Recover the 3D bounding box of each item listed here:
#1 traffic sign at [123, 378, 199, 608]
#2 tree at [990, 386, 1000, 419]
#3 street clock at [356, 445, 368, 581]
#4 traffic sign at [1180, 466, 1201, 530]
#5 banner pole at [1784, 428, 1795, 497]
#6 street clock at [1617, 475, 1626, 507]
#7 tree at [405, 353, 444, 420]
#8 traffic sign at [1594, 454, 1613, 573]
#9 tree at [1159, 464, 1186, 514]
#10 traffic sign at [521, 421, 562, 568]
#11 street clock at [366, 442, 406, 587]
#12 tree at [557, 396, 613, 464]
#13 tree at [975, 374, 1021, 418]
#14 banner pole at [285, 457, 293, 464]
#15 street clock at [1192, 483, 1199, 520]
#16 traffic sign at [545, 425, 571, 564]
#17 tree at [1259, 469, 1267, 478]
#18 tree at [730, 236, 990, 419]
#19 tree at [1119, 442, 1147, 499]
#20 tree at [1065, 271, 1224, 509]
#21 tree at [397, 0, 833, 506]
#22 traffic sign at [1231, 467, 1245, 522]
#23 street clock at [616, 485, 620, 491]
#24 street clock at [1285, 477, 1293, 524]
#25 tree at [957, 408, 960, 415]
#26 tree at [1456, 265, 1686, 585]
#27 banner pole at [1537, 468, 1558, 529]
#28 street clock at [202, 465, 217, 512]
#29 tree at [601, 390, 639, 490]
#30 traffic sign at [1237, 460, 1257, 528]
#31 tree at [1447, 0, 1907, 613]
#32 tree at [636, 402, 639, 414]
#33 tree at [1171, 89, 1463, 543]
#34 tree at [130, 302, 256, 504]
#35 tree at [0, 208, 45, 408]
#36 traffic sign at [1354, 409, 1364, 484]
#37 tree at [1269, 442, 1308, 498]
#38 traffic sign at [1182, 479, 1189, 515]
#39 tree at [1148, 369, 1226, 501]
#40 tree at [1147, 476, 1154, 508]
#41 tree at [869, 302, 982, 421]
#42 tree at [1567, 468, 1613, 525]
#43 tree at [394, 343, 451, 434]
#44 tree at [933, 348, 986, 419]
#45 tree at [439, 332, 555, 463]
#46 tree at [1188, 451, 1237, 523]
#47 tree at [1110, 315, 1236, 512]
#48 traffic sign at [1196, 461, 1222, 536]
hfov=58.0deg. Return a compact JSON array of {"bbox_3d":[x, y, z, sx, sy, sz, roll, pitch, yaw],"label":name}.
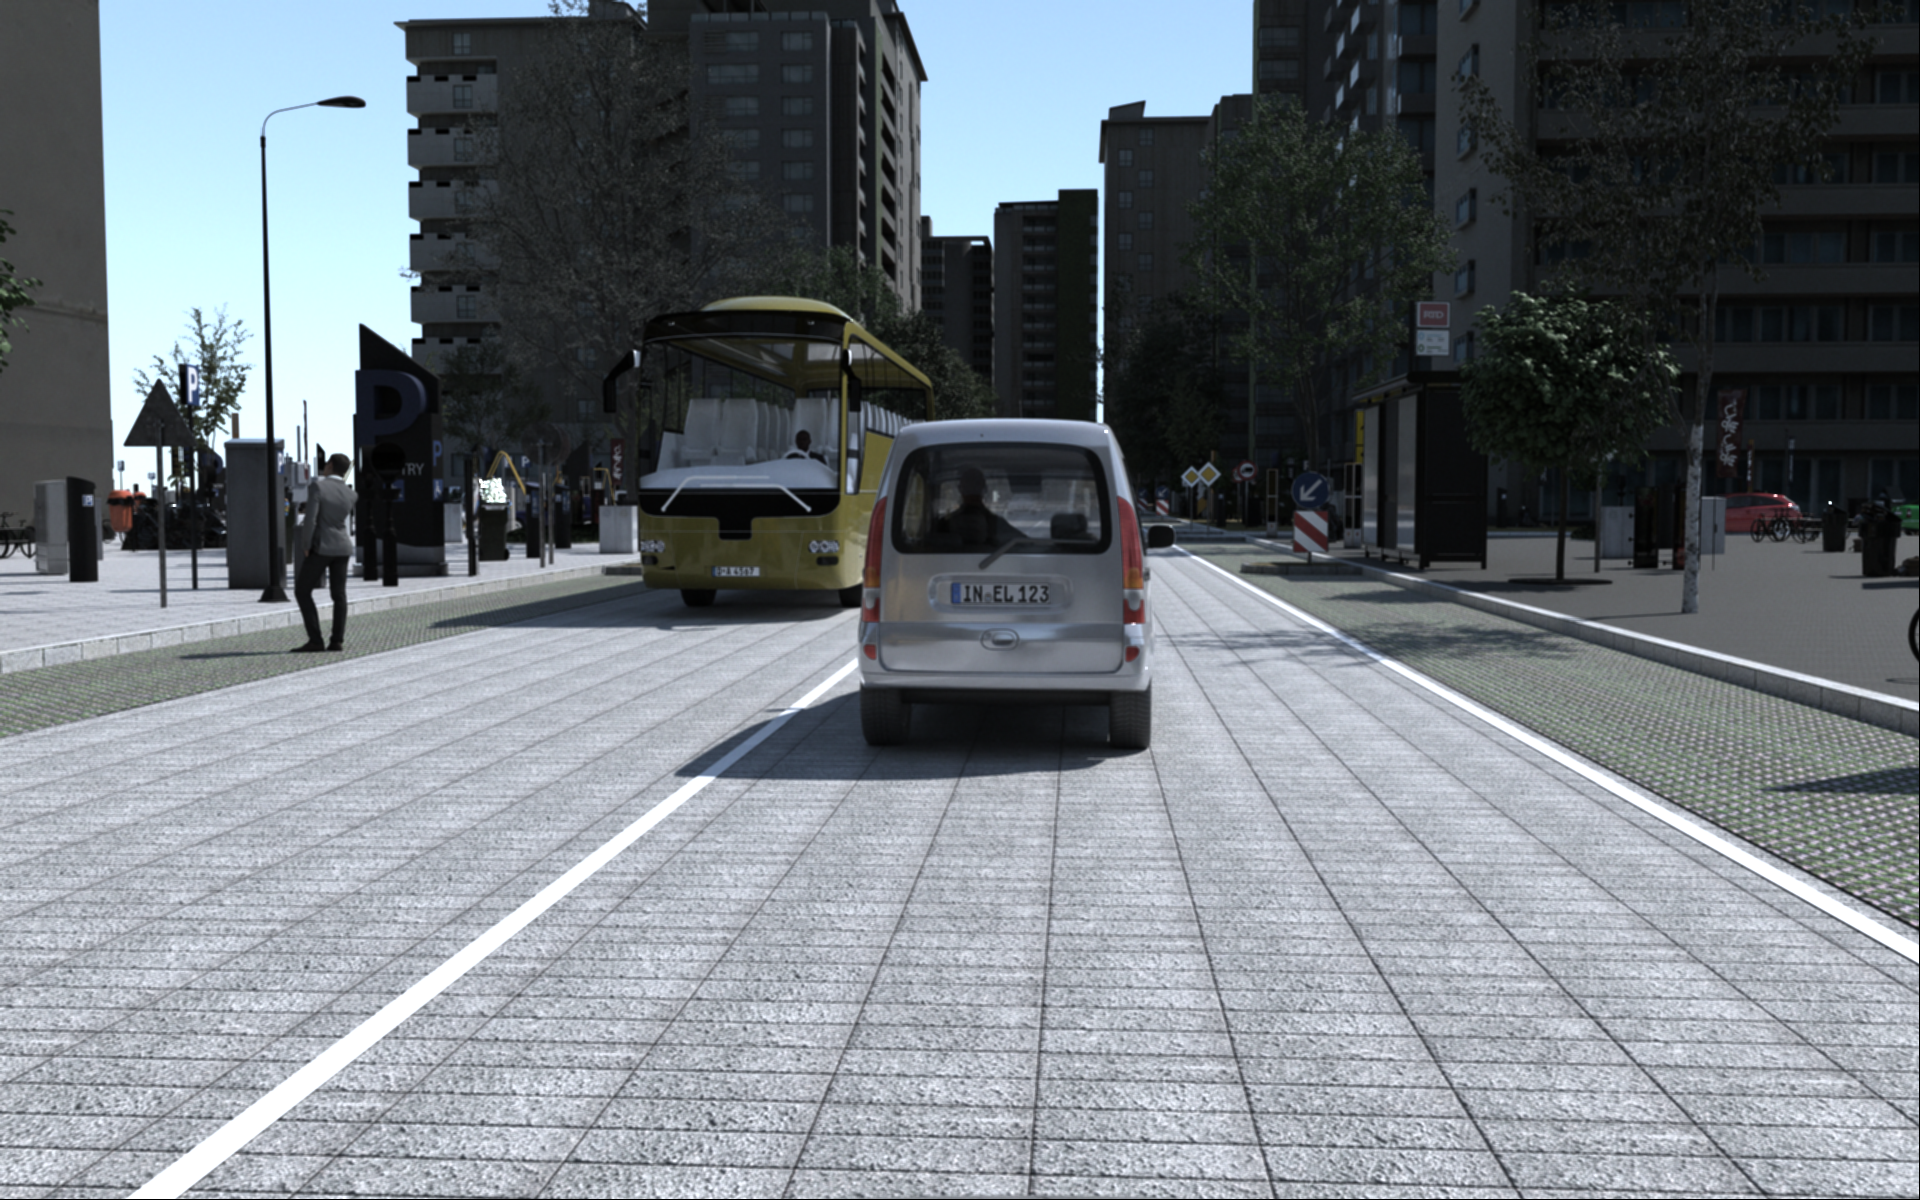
[{"bbox_3d":[-8.992,-1.191,19.484,0.884,2.594,0.081,0,4,6],"label":"traffic sign"},{"bbox_3d":[0.034,-13.306,143.304,9.928,11.665,9.643,0,3,0],"label":"tree"},{"bbox_3d":[-8.738,-1.287,25.615,0.358,2.002,0.471,-2,4,-24],"label":"street clock"},{"bbox_3d":[8.156,-3.511,61.040,0.795,2.450,0.064,0,4,4],"label":"traffic sign"},{"bbox_3d":[31.575,-4.646,65.987,0.863,3.779,0.401,-3,4,-37],"label":"banner pole"},{"bbox_3d":[25.194,-3.756,65.982,0.358,2.002,0.471,1,4,10],"label":"street clock"},{"bbox_3d":[-28.439,-8.498,89.305,4.360,8.622,3.978,0,3,0],"label":"tree"},{"bbox_3d":[10.427,-1.722,28.267,0.768,2.556,0.104,0,4,7],"label":"traffic sign"},{"bbox_3d":[14.058,-7.068,110.163,1.663,3.219,1.824,0,3,0],"label":"tree"},{"bbox_3d":[-7.287,-1.838,30.157,0.768,2.556,0.104,1,4,12],"label":"traffic sign"},{"bbox_3d":[-7.928,-1.191,24.046,0.471,2.002,0.358,-2,4,-24],"label":"street clock"},{"bbox_3d":[-28.027,-10.922,128.944,4.360,8.622,3.978,0,3,0],"label":"tree"},{"bbox_3d":[1.740,-16.263,176.262,12.009,13.543,11.850,0,3,0],"label":"tree"},{"bbox_3d":[-39.928,-6.890,102.664,0.863,3.779,0.401,0,4,0],"label":"banner pole"},{"bbox_3d":[11.531,-4.911,84.870,0.358,2.002,0.471,1,4,15],"label":"street clock"},{"bbox_3d":[-7.476,-1.926,31.598,0.768,2.556,0.104,0,4,4],"label":"traffic sign"},{"bbox_3d":[23.087,-8.305,130.392,1.663,3.219,1.824,0,3,0],"label":"tree"},{"bbox_3d":[-5.760,-8.741,68.665,9.928,11.665,9.643,0,3,0],"label":"tree"},{"bbox_3d":[18.825,-14.274,183.747,4.737,8.622,4.395,0,3,0],"label":"tree"},{"bbox_3d":[15.737,-17.865,147.974,12.611,20.169,13.585,0,3,0],"label":"tree"},{"bbox_3d":[-8.125,-8.047,41.945,12.009,13.543,11.850,0,3,0],"label":"tree"},{"bbox_3d":[12.838,-4.870,79.727,0.768,2.556,0.104,0,4,7],"label":"traffic sign"},{"bbox_3d":[-24.653,-7.318,124.223,0.358,2.002,0.471,2,4,29],"label":"street clock"},{"bbox_3d":[14.101,-4.277,74.503,0.471,2.002,0.358,3,4,38],"label":"street clock"},{"bbox_3d":[3.375,-16.058,196.961,8.767,10.594,7.601,0,4,-3],"label":"tree"},{"bbox_3d":[8.678,-2.521,24.934,4.285,4.588,4.351,0,3,0],"label":"tree"},{"bbox_3d":[21.630,-4.511,63.769,0.401,3.779,0.863,-3,5,-44],"label":"banner pole"},{"bbox_3d":[-18.913,-2.391,43.670,0.358,2.002,0.471,-3,4,-38],"label":"street clock"},{"bbox_3d":[-21.390,-10.091,115.355,4.737,8.622,4.395,0,3,0],"label":"tree"},{"bbox_3d":[10.737,-3.959,64.837,0.768,2.556,0.104,0,4,4],"label":"traffic sign"},{"bbox_3d":[7.731,-4.175,18.619,4.360,8.622,3.978,0,3,0],"label":"tree"},{"bbox_3d":[-15.673,-8.799,94.220,4.360,8.622,3.978,0,3,0],"label":"tree"},{"bbox_3d":[9.204,-7.327,45.558,9.928,11.665,9.643,0,3,0],"label":"tree"},{"bbox_3d":[-28.861,-7.070,65.951,4.737,8.622,4.395,0,3,0],"label":"tree"},{"bbox_3d":[-9.379,-1.877,14.396,4.285,4.588,4.351,0,3,0],"label":"tree"},{"bbox_3d":[10.569,-2.907,41.409,2.265,3.308,0.079,0,4,8],"label":"traffic sign"},{"bbox_3d":[21.241,-7.729,110.087,4.285,4.588,4.351,0,3,0],"label":"tree"},{"bbox_3d":[12.702,-5.785,96.717,0.606,2.300,0.079,1,4,14],"label":"traffic sign"},{"bbox_3d":[13.439,-9.259,101.743,4.737,8.622,4.395,0,3,0],"label":"tree"},{"bbox_3d":[18.377,-10.460,165.625,1.663,3.219,1.824,0,3,0],"label":"tree"},{"bbox_3d":[-3.262,-11.433,103.933,9.611,12.733,9.660,0,3,0],"label":"tree"},{"bbox_3d":[23.309,-4.222,63.631,1.663,3.219,1.824,0,3,0],"label":"tree"},{"bbox_3d":[-26.546,-8.161,83.793,4.737,8.622,4.395,0,3,0],"label":"tree"},{"bbox_3d":[-1.077,-13.222,134.310,7.486,12.596,7.792,0,3,0],"label":"tree"},{"bbox_3d":[-26.919,-10.071,99.065,8.767,10.594,7.601,1,4,9],"label":"tree"},{"bbox_3d":[11.407,-5.064,77.402,1.663,3.219,1.824,0,3,0],"label":"tree"},{"bbox_3d":[15.076,-13.213,122.680,9.857,13.997,8.962,0,3,0],"label":"tree"},{"bbox_3d":[7.608,-3.023,53.074,0.795,2.450,0.064,0,4,4],"label":"traffic sign"}]
